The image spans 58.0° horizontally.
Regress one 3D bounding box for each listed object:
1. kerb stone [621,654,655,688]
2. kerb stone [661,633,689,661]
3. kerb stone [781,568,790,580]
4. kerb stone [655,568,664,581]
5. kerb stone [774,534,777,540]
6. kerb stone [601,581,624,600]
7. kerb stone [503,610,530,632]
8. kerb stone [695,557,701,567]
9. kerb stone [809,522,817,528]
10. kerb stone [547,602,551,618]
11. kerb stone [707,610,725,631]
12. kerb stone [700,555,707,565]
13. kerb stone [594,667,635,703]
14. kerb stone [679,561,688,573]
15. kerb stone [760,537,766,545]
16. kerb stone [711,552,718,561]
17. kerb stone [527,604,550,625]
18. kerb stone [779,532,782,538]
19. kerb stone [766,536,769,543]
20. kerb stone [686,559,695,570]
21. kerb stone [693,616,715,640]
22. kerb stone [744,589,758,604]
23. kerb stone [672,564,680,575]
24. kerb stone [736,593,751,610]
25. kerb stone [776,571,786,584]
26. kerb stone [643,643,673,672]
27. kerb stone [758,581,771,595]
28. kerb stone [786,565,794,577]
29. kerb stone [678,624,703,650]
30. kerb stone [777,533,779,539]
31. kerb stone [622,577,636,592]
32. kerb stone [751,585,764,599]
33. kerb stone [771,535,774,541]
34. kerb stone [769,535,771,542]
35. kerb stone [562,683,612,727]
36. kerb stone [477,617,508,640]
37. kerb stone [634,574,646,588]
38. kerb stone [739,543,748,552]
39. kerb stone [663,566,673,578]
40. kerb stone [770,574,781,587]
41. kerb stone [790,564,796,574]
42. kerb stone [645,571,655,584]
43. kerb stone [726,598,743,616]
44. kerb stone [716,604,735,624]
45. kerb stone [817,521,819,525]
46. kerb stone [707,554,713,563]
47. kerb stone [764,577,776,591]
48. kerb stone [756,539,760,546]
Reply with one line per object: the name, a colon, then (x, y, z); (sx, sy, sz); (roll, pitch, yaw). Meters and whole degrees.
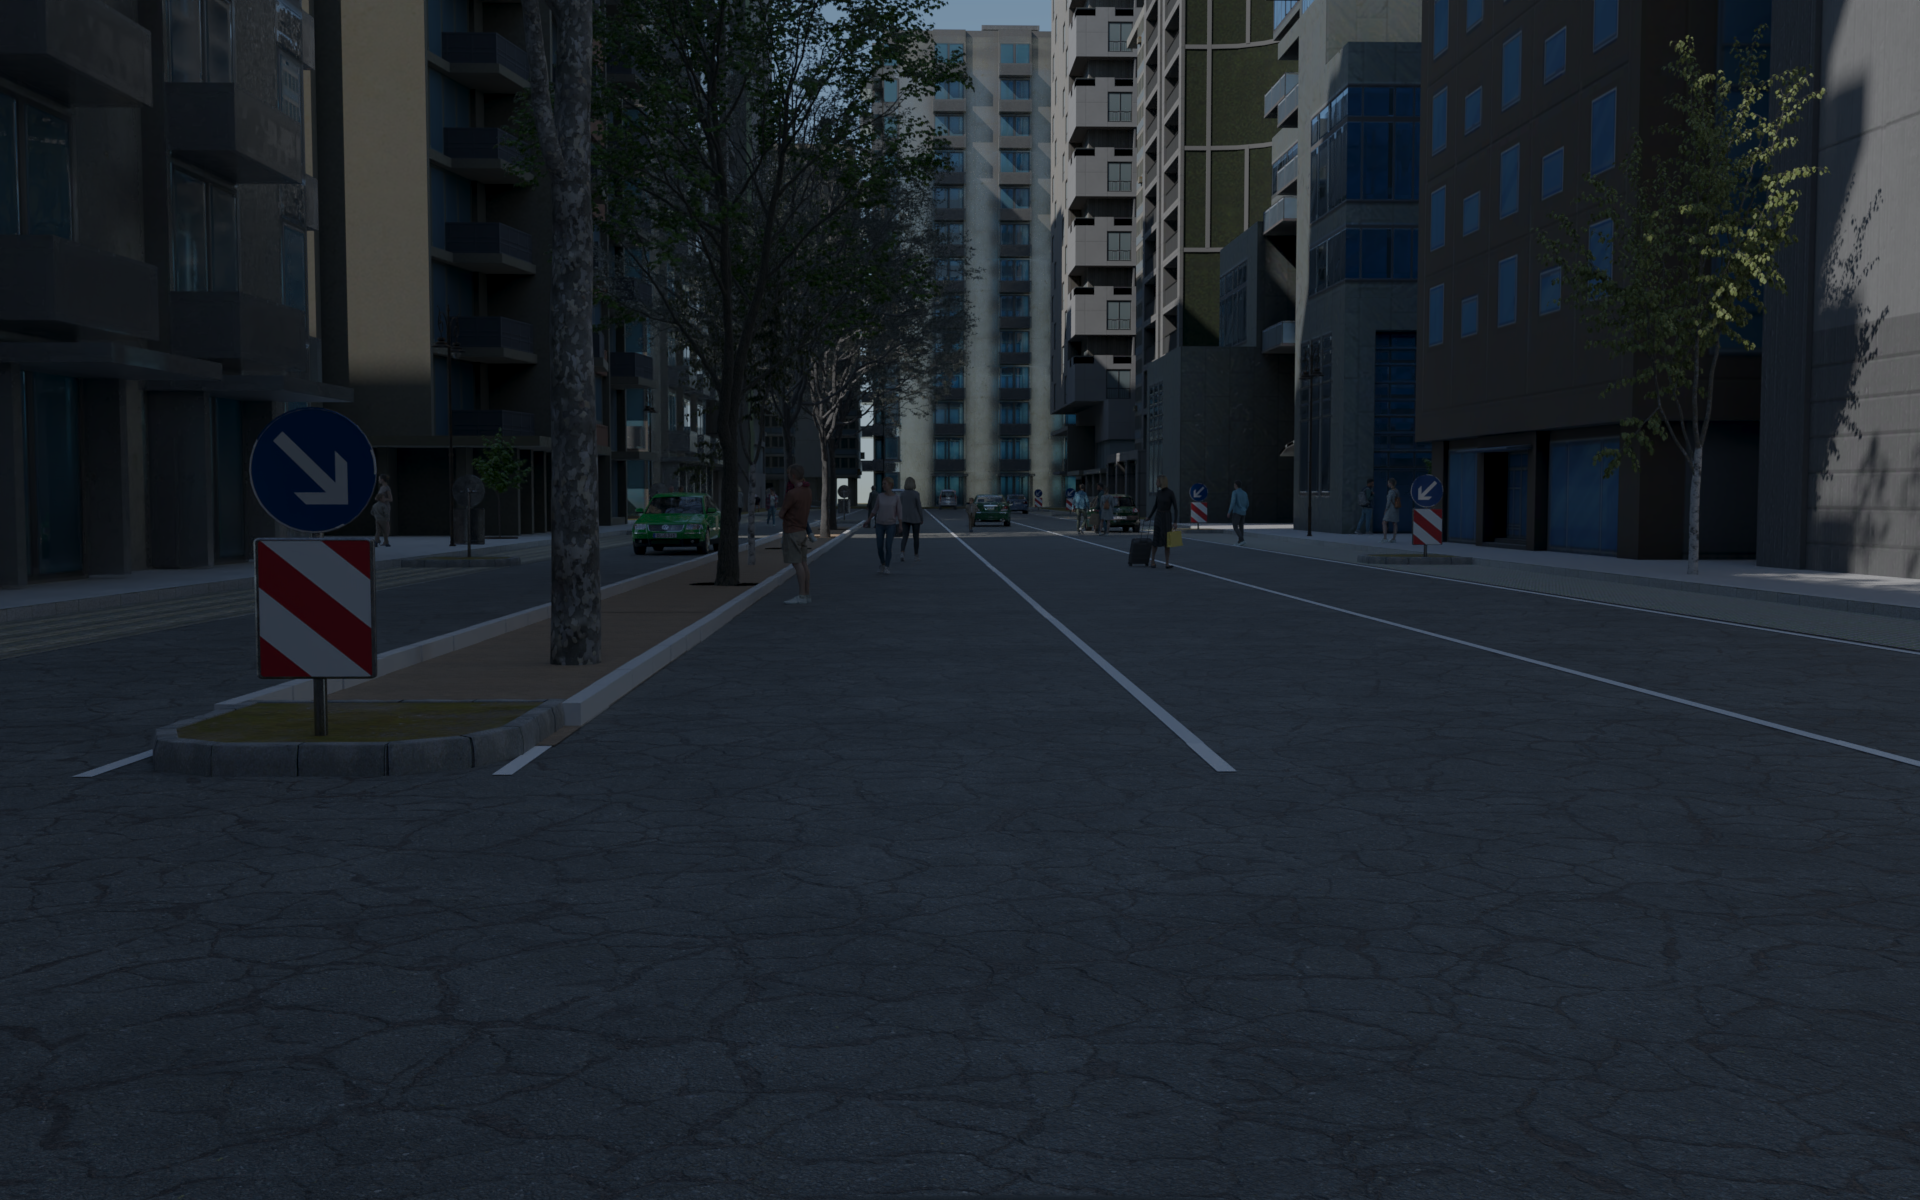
kerb stone: (-2.473, 0.551, 13.182); (0.120, 0.150, 1.000); (0, 4, -2)
kerb stone: (-2.533, 0.427, 15.233); (0.120, 0.150, 1.000); (0, 4, -2)
kerb stone: (-2.934, -0.389, 28.558); (0.120, 0.150, 1.000); (0, 4, -2)
kerb stone: (-5.036, -0.385, 28.497); (0.120, 0.150, 1.000); (0, 4, -2)
kerb stone: (-5.788, -1.888, 53.062); (0.120, 0.150, 1.000); (0, 4, -2)
kerb stone: (-4.912, -0.130, 24.399); (0.120, 0.150, 1.000); (0, 4, -2)
kerb stone: (-4.727, 0.241, 18.261); (0.120, 0.150, 1.000); (0, 4, -2)
kerb stone: (-5.189, -0.690, 33.610); (0.120, 0.150, 1.000); (0, 4, -2)
kerb stone: (-6.501, -3.327, 76.584); (0.120, 0.150, 1.000); (0, 4, -2)
kerb stone: (-4.784, 0.115, 20.312); (0.120, 0.150, 1.000); (0, 4, -2)
kerb stone: (-2.621, 0.242, 18.313); (0.120, 0.150, 1.000); (0, 4, -2)
kerb stone: (-5.223, -0.761, 34.637); (0.120, 0.150, 1.000); (0, 4, -2)
kerb stone: (-2.440, 0.615, 12.159); (0.120, 0.150, 1.000); (0, 4, -2)
kerb stone: (-5.129, -0.569, 31.566); (0.120, 0.150, 1.000); (0, 4, -2)
kerb stone: (-5.662, -1.637, 48.964); (0.120, 0.150, 1.000); (0, 4, -2)
kerb stone: (-5.292, -0.886, 36.684); (0.120, 0.150, 1.000); (0, 4, -2)
kerb stone: (-4.757, 0.178, 19.282); (0.120, 0.150, 1.000); (0, 4, -2)
kerb stone: (-5.846, -2.013, 55.106); (0.120, 0.150, 1.000); (0, 4, -2)
kerb stone: (-5.696, -1.699, 49.987); (0.120, 0.150, 1.000); (0, 4, -2)
kerb stone: (-5.159, -0.636, 32.588); (0.120, 0.150, 1.000); (0, 4, -2)
kerb stone: (-2.587, 0.300, 17.291); (0.120, 0.150, 1.000); (0, 4, -2)
kerb stone: (-2.750, -0.013, 22.407); (0.120, 0.150, 1.000); (0, 4, -2)
kerb stone: (-5.102, -0.511, 30.543); (0.120, 0.150, 1.000); (0, 4, -2)
kerb stone: (-2.719, 0.050, 21.385); (0.120, 0.150, 1.000); (0, 4, -2)
kerb stone: (-2.895, -0.320, 27.531); (0.120, 0.150, 1.000); (0, 4, -2)
kerb stone: (-2.505, 0.491, 14.210); (0.120, 0.150, 1.000); (0, 4, -2)
kerb stone: (-2.811, -0.136, 24.460); (0.120, 0.150, 1.000); (0, 4, -2)
kerb stone: (-2.966, -0.452, 29.579); (0.120, 0.150, 1.000); (0, 4, -2)
kerb stone: (-2.560, 0.363, 16.256); (0.120, 0.150, 1.000); (0, 4, -2)
kerb stone: (-5.823, -1.950, 54.084); (0.120, 0.150, 1.000); (0, 4, -2)
kerb stone: (-4.936, -0.197, 25.421); (0.120, 0.150, 1.000); (0, 4, -2)
kerb stone: (-2.787, -0.073, 23.436); (0.120, 0.150, 1.000); (0, 4, -2)
kerb stone: (-5.753, -1.825, 52.040); (0.120, 0.150, 1.000); (0, 4, -2)
kerb stone: (-5.729, -1.762, 51.009); (0.120, 0.150, 1.000); (0, 4, -2)
kerb stone: (-2.404, 0.676, 11.135); (0.120, 0.150, 1.000); (0, 4, -2)
kerb stone: (-4.699, 0.303, 17.236); (0.120, 0.150, 1.000); (0, 4, -2)
kerb stone: (-4.973, -0.260, 26.453); (0.120, 0.150, 1.000); (0, 4, -2)
kerb stone: (-5.505, -1.324, 43.854); (0.120, 0.150, 1.000); (0, 4, -2)
kerb stone: (-5.070, -0.448, 29.521); (0.120, 0.150, 1.000); (0, 4, -2)
kerb stone: (-2.878, -0.264, 26.506); (0.120, 0.150, 1.000); (0, 4, -2)
kerb stone: (-2.998, -0.508, 30.606); (0.120, 0.150, 1.000); (0, 4, -2)
kerb stone: (-5.007, -0.323, 27.474); (0.120, 0.150, 1.000); (0, 4, -2)
kerb stone: (-2.690, 0.114, 20.357); (0.120, 0.150, 1.000); (0, 4, -2)
kerb stone: (-2.653, 0.175, 19.335); (0.120, 0.150, 1.000); (0, 4, -2)
kerb stone: (-6.535, -3.389, 77.606); (0.120, 0.150, 1.000); (0, 4, -2)
kerb stone: (-5.256, -0.821, 35.659); (0.120, 0.150, 1.000); (0, 4, -2)
kerb stone: (-2.837, -0.200, 25.483); (0.120, 0.150, 1.000); (0, 4, -2)
kerb stone: (-5.597, -1.506, 46.920); (0.120, 0.150, 1.000); (0, 4, -2)
